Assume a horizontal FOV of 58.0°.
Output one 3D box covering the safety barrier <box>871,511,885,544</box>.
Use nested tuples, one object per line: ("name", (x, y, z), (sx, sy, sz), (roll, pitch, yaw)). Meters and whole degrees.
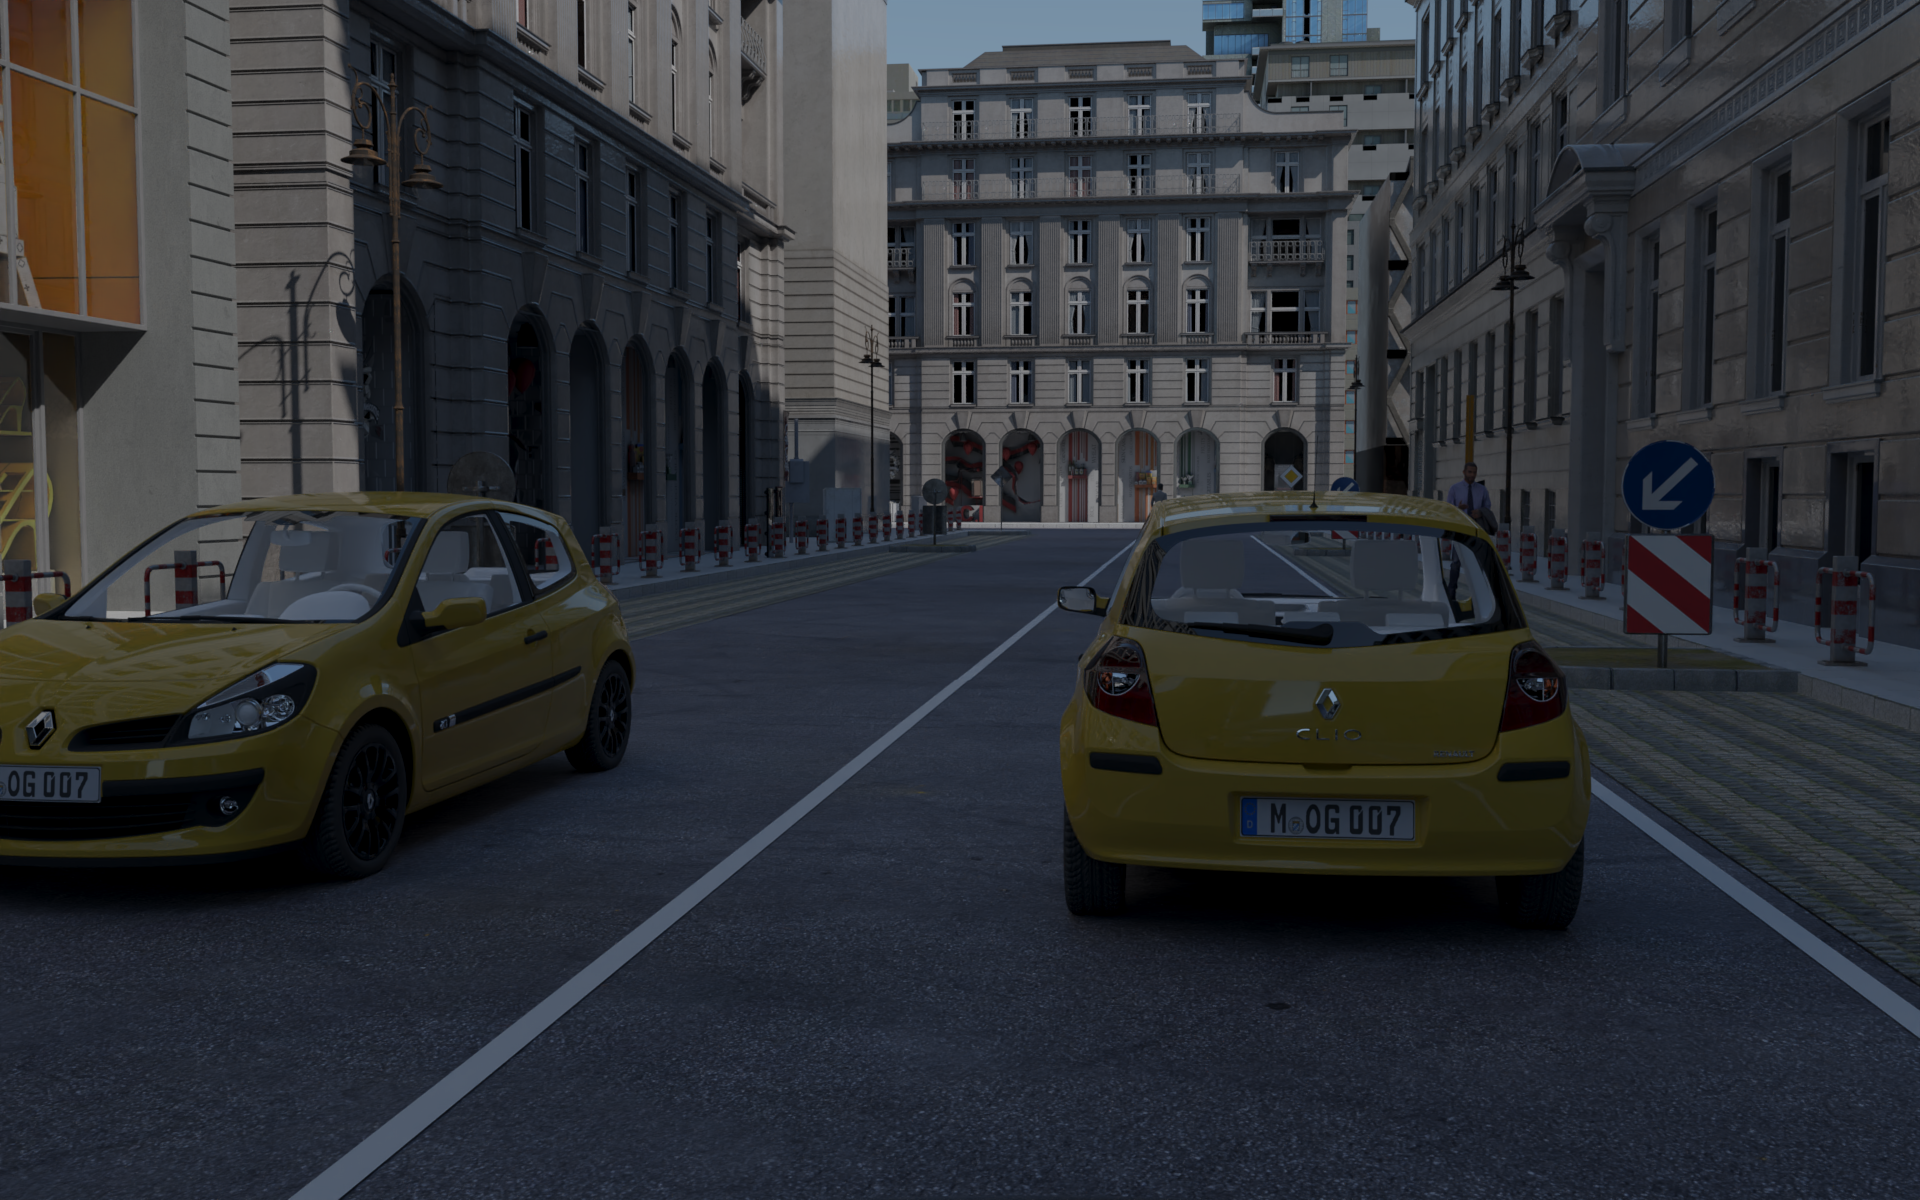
("safety barrier", (-2.243, -1.869, 44.834), (0.300, 0.817, 1.120), (0, 4, 8))

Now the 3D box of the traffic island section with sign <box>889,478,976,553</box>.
("traffic island section with sign", (-0.633, -2.106, 43.061), (1.989, 1.847, 2.006), (0, 4, 8))

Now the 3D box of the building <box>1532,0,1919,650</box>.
("building", (14.649, -14.128, 16.896), (13.634, 28.700, 20.117), (0, 4, 8))

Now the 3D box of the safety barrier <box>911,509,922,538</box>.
("safety barrier", (-1.423, -2.242, 50.936), (0.300, 0.817, 1.120), (0, 4, 8))

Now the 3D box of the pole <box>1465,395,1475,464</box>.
("pole", (10.514, -2.564, 35.760), (0.158, 3.312, 0.155), (0, 3, 0))

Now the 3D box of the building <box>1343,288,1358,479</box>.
("building", (42.129, -19.177, 158.578), (27.650, 21.520, 28.899), (0, 4, 8))

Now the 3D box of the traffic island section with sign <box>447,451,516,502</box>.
("traffic island section with sign", (-4.404, -0.403, 15.218), (1.989, 1.847, 2.006), (0, 4, 8))

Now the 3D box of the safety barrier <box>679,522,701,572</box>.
("safety barrier", (-4.449, -0.873, 28.546), (0.300, 0.817, 1.120), (0, 4, 8))

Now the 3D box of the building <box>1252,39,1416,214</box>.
("building", (48.391, -37.322, 199.451), (28.713, 52.752, 27.495), (0, 4, 8))

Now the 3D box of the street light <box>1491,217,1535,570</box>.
("street light", (9.279, -3.451, 29.215), (0.468, 5.910, 1.993), (0, 4, 8))

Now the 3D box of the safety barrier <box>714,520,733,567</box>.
("safety barrier", (-4.174, -0.998, 30.590), (0.300, 0.817, 1.120), (0, 4, 8))

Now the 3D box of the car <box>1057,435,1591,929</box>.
("car", (1.371, 0.184, 7.214), (2.015, 1.641, 3.980), (0, 4, 7))

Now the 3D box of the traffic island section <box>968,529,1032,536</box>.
("traffic island section", (1.431, -2.359, 60.843), (2.009, 0.180, 2.903), (0, 4, 8))

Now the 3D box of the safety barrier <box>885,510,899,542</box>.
("safety barrier", (-1.976, -1.993, 46.869), (0.300, 0.817, 1.120), (0, 4, 8))

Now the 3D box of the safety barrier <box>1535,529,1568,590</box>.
("safety barrier", (7.995, -0.544, 23.163), (0.300, 0.817, 1.120), (0, 4, 8))

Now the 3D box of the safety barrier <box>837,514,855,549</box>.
("safety barrier", (-2.798, -1.620, 40.764), (0.300, 0.817, 1.120), (0, 4, 8))

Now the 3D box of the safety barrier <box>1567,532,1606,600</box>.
("safety barrier", (7.714, -0.418, 21.110), (0.300, 0.817, 1.120), (0, 4, 8))

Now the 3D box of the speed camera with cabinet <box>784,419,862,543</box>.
("speed camera with cabinet", (-3.643, -3.147, 45.788), (2.038, 3.252, 0.660), (-1, 4, -9))

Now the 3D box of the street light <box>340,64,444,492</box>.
("street light", (-6.240, -2.840, 19.215), (0.468, 5.910, 1.993), (0, 4, 8))

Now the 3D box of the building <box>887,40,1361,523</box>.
("building", (6.056, -14.703, 82.191), (24.055, 21.916, 13.314), (0, 4, 8))

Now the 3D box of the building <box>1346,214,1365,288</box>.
("building", (37.913, -25.005, 180.530), (14.160, 30.474, 14.107), (0, 4, 8))

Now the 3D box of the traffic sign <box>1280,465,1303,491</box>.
("traffic sign", (11.357, -3.412, 59.424), (0.795, 2.450, 0.064), (0, 4, 8))

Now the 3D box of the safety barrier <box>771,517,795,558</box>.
("safety barrier", (-3.623, -1.247, 34.657), (0.300, 0.817, 1.120), (0, 4, 8))

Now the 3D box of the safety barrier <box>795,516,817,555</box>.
("safety barrier", (-3.348, -1.371, 36.690), (0.300, 0.817, 1.120), (0, 4, 8))

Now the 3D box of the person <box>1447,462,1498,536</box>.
("person", (6.534, -0.845, 22.184), (0.709, 1.838, 0.599), (0, 4, 3))

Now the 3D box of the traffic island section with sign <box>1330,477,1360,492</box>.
("traffic island section with sign", (8.801, -1.943, 40.389), (1.989, 1.847, 2.006), (0, 4, 8))

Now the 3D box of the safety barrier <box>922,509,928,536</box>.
("safety barrier", (-1.148, -2.367, 52.969), (0.300, 0.817, 1.120), (0, 4, 8))

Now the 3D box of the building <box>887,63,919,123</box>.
("building", (-5.009, -28.673, 160.686), (32.217, 40.220, 23.993), (0, 4, 8))

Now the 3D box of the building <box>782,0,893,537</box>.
("building", (-11.856, -12.676, 56.408), (18.267, 20.994, 9.793), (0, 4, 8))

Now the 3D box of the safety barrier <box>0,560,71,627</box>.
("safety barrier", (-6.651, 0.124, 12.246), (0.300, 0.817, 1.120), (0, 4, 8))

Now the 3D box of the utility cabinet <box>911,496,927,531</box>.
("utility cabinet", (-1.438, -3.071, 61.375), (0.306, 1.237, 1.020), (1, 4, 16))

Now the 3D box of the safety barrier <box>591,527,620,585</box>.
("safety barrier", (-5.001, -0.623, 24.469), (0.300, 0.817, 1.120), (0, 4, 8))

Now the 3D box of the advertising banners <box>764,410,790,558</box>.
("advertising banners", (-3.744, -2.416, 35.689), (0.090, 3.025, 2.074), (0, 4, 8))

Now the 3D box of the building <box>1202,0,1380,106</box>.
("building", (45.124, -56.714, 239.939), (31.000, 86.520, 22.319), (0, 4, 8))

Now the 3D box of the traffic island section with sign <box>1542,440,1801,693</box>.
("traffic island section with sign", (5.184, -0.297, 13.478), (1.989, 1.847, 2.006), (0, 4, 8))

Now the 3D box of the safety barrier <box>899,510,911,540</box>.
("safety barrier", (-1.696, -2.118, 48.901), (0.300, 0.817, 1.120), (0, 4, 8))

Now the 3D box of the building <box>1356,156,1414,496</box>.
("building", (27.821, -13.036, 80.591), (16.811, 18.784, 16.820), (0, 4, 8))

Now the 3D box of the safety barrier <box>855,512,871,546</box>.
("safety barrier", (-2.522, -1.744, 42.797), (0.300, 0.817, 1.120), (0, 4, 8))

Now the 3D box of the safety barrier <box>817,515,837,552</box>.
("safety barrier", (-3.071, -1.496, 38.730), (0.300, 0.817, 1.120), (0, 4, 8))

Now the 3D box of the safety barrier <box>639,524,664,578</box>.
("safety barrier", (-4.723, -0.748, 26.513), (0.300, 0.817, 1.120), (0, 4, 8))

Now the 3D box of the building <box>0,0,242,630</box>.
("building", (-15.426, -13.909, 4.908), (11.434, 29.767, 29.804), (0, 4, 8))

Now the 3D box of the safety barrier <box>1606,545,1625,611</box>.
("safety barrier", (7.442, -0.294, 19.074), (0.300, 0.817, 1.120), (0, 4, 8))

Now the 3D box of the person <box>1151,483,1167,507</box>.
("person", (6.721, -3.031, 58.330), (0.678, 1.792, 0.850), (2, 4, 24))

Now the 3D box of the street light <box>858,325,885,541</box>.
("street light", (-2.404, -4.564, 47.404), (0.468, 5.910, 1.993), (0, 4, 8))

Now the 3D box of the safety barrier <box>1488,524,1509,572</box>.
("safety barrier", (8.547, -0.793, 27.241), (0.300, 0.817, 1.120), (0, 4, 8))

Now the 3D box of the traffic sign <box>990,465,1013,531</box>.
("traffic sign", (1.455, -3.495, 60.778), (0.795, 2.450, 0.064), (0, 4, 8))

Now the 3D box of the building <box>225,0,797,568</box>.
("building", (-11.736, -11.650, 32.272), (13.314, 21.916, 24.055), (0, 4, 8))

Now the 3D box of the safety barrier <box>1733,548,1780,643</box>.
("safety barrier", (6.887, -0.044, 14.990), (0.300, 0.817, 1.120), (0, 4, 8))

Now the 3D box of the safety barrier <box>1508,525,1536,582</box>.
("safety barrier", (8.266, -0.668, 25.198), (0.300, 0.817, 1.120), (0, 4, 8))

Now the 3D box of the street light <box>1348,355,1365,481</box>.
("street light", (13.151, -5.188, 57.618), (0.468, 5.910, 1.993), (0, 4, 8))

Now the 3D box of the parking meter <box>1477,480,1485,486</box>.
("parking meter", (8.944, -1.332, 30.188), (0.372, 1.533, 0.369), (0, 3, 0))

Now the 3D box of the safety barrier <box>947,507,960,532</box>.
("safety barrier", (-0.321, -2.740, 59.076), (0.300, 0.817, 1.120), (0, 4, 8))

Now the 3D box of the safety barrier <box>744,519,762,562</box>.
("safety barrier", (-3.900, -1.122, 32.623), (0.300, 0.817, 1.120), (0, 4, 8))

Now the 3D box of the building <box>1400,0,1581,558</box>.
("building", (20.131, -12.752, 41.775), (16.112, 22.955, 30.059), (0, 4, 8))

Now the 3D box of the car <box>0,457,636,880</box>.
("car", (-2.835, 0.151, 7.758), (2.015, 1.641, 3.980), (1, 4, 9))

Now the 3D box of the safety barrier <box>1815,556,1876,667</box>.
("safety barrier", (6.613, 0.081, 12.956), (0.300, 0.817, 1.120), (0, 4, 8))
